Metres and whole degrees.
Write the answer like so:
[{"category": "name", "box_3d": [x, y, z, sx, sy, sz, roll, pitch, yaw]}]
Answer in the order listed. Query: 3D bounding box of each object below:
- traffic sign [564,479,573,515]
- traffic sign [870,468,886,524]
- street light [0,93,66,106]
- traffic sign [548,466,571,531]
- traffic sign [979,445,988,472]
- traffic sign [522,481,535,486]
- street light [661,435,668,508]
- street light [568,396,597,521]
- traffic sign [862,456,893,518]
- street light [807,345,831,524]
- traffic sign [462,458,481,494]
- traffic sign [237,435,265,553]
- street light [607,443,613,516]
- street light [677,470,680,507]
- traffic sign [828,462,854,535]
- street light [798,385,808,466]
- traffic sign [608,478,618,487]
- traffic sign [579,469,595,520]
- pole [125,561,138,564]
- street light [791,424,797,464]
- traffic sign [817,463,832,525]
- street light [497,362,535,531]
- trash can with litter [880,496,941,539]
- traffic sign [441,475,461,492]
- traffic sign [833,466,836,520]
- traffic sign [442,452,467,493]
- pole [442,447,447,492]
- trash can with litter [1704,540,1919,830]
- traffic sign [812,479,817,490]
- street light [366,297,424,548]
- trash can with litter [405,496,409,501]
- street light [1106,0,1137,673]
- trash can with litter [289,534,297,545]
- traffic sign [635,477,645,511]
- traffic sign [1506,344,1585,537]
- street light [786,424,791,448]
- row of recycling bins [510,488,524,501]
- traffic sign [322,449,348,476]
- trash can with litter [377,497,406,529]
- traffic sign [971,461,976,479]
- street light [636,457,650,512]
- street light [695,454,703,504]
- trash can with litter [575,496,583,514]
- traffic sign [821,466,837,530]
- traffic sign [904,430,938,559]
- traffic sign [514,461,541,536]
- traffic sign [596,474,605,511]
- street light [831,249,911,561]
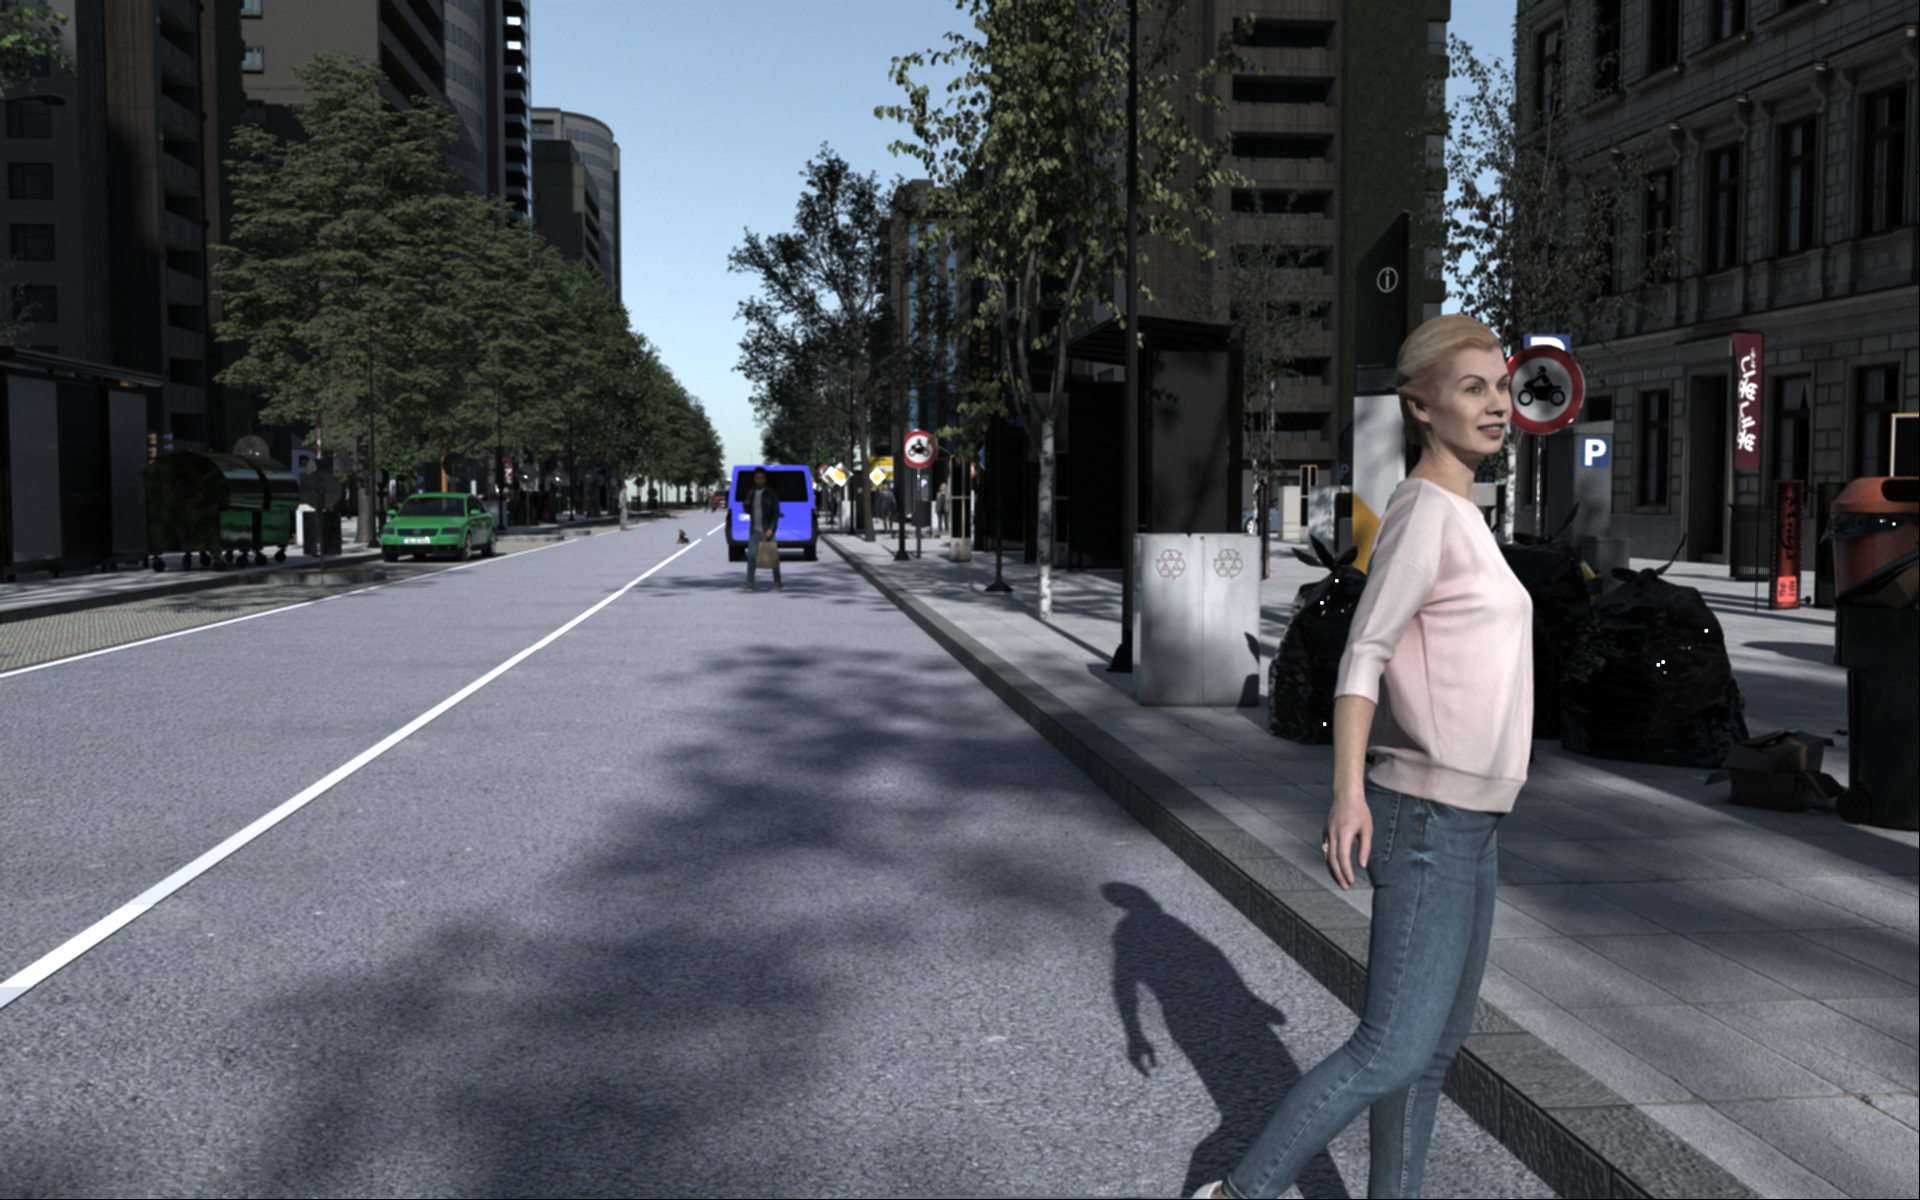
[{"category": "traffic sign", "box_3d": [-24.515, -6.587, 107.697, 0.884, 2.594, 0.081, 0, 4, -2]}, {"category": "traffic sign", "box_3d": [-3.615, -4.539, 75.404, 0.795, 2.450, 0.064, 0, 4, -3]}, {"category": "street light", "box_3d": [-11.072, -2.915, 20.197, 1.470, 5.913, 1.316, 0, 4, -6]}, {"category": "traffic sign", "box_3d": [-14.068, -3.497, 60.824, 0.795, 2.450, 0.064, 0, 4, -6]}, {"category": "traffic sign", "box_3d": [0.838, -2.571, 42.141, 0.768, 2.556, 0.104, 0, 3, 0]}, {"category": "traffic sign", "box_3d": [-21.604, -5.176, 86.762, 0.606, 2.300, 0.079, 0, 4, -4]}, {"category": "street light", "box_3d": [-23.978, -10.033, 136.573, 1.470, 5.913, 1.316, 0, 4, -6]}, {"category": "street light", "box_3d": [-17.904, -6.702, 82.118, 1.470, 5.913, 1.316, 0, 4, -6]}, {"category": "traffic sign", "box_3d": [-4.178, -6.091, 93.454, 2.265, 3.308, 0.079, 0, 4, 2]}, {"category": "street light", "box_3d": [-3.902, -4.972, 53.832, 1.470, 5.913, 1.316, 0, 4, -6]}, {"category": "traffic sign", "box_3d": [-17.313, -3.738, 61.215, 0.768, 2.556, 0.104, 0, 4, 0]}, {"category": "traffic sign", "box_3d": [-15.366, -2.292, 37.576, 0.768, 2.556, 0.104, 0, 4, -4]}, {"category": "street light", "box_3d": [-20.295, -7.977, 102.969, 1.470, 5.913, 1.316, 0, 4, -6]}, {"category": "street light", "box_3d": [-26.117, -11.306, 157.388, 1.470, 5.913, 1.316, 0, 4, -6]}, {"category": "traffic sign", "box_3d": [-3.708, -3.074, 53.903, 0.795, 2.450, 0.064, 0, 4, -6]}, {"category": "street light", "box_3d": [-5.967, -6.150, 73.100, 1.470, 5.913, 1.316, 0, 4, -6]}, {"category": "traffic sign", "box_3d": [-27.064, -8.257, 135.104, 0.768, 2.556, 0.104, 0, 4, 1]}, {"category": "traffic sign", "box_3d": [-18.629, -5.287, 86.542, 0.768, 2.556, 0.104, 0, 4, -5]}, {"category": "pole", "box_3d": [-15.140, -2.307, 31.564, 0.158, 3.312, 0.155, 0, 3, 0]}, {"category": "street light", "box_3d": [-8.270, -7.419, 93.839, 1.470, 5.913, 1.316, 0, 4, -6]}, {"category": "traffic sign", "box_3d": [-5.552, -4.411, 72.220, 0.768, 2.556, 0.104, 0, 4, 3]}, {"category": "street light", "box_3d": [-15.642, -5.407, 60.941, 1.470, 5.913, 1.316, 0, 4, -6]}, {"category": "trash can with litter", "box_3d": [-1.428, -2.387, 50.080, 2.233, 1.210, 1.678, -3, 4, -36]}, {"category": "traffic sign", "box_3d": [-22.551, -4.693, 76.727, 0.884, 2.594, 0.081, 0, 4, 1]}, {"category": "traffic sign", "box_3d": [-5.684, -4.732, 77.476, 0.768, 2.556, 0.104, 0, 4, 1]}, {"category": "traffic sign", "box_3d": [-15.324, -3.206, 52.530, 0.768, 2.556, 0.104, 0, 4, 1]}, {"category": "pole", "box_3d": [-21.972, -4.893, 73.848, 0.158, 3.312, 0.155, 0, 3, 0]}, {"category": "trash can with litter", "box_3d": [3.516, 0.277, 6.858, 0.624, 1.170, 1.055, -3, 5, -43]}, {"category": "traffic sign", "box_3d": [-9.649, -6.908, 114.129, 0.795, 2.450, 0.064, 0, 4, 3]}, {"category": "street light", "box_3d": [-13.349, -4.183, 40.940, 1.470, 5.913, 1.316, 0, 4, -6]}, {"category": "trash can with litter", "box_3d": [-41.021, -7.121, 127.488, 1.678, 1.210, 2.233, -1, 4, -20]}, {"category": "street light", "box_3d": [0.691, -2.434, 12.339, 1.470, 5.913, 1.316, 0, 4, -6]}, {"category": "trash can with litter", "box_3d": [-16.920, -1.957, 43.392, 1.055, 1.170, 0.624, -2, 4, -33]}, {"category": "traffic sign", "box_3d": [-23.872, -7.903, 129.314, 0.768, 2.556, 0.104, 0, 4, -3]}, {"category": "traffic sign", "box_3d": [4.941, -0.900, 14.827, 0.768, 2.556, 0.104, 0, 4, -6]}, {"category": "street light", "box_3d": [-10.671, -8.715, 115.026, 1.470, 5.913, 1.316, 0, 4, -6]}, {"category": "row of recycling bins", "box_3d": [-29.613, -6.642, 115.705, 3.534, 1.692, 1.069, 3, 5, 42]}, {"category": "traffic sign", "box_3d": [-14.308, -2.296, 39.670, 0.606, 2.300, 0.079, 0, 4, 2]}, {"category": "trash can with litter", "box_3d": [-19.857, -3.004, 60.502, 1.055, 1.170, 0.624, 0, 4, 7]}, {"category": "traffic sign", "box_3d": [0.223, -3.850, 63.046, 0.768, 2.556, 0.104, 0, 4, 2]}, {"category": "street light", "box_3d": [-22.474, -9.247, 123.722, 1.470, 5.913, 1.316, 0, 4, -6]}, {"category": "street light", "box_3d": [-30.652, -13.843, 198.876, 1.470, 5.913, 1.316, 0, 4, -6]}, {"category": "trash can with litter", "box_3d": [-28.582, -7.283, 130.463, 0.624, 1.170, 1.055, 0, 4, 8]}, {"category": "traffic sign", "box_3d": [-4.578, -3.560, 61.840, 0.795, 2.450, 0.064, 0, 4, -6]}, {"category": "traffic sign", "box_3d": [-0.816, -2.094, 34.336, 0.768, 2.556, 0.104, 0, 4, -5]}, {"category": "traffic sign", "box_3d": [-13.197, -3.012, 52.886, 0.795, 2.450, 0.064, 0, 4, -6]}, {"category": "traffic sign", "box_3d": [-22.793, -6.683, 109.372, 0.768, 2.556, 0.104, 0, 4, -4]}, {"category": "street light", "box_3d": [-1.653, -3.702, 33.074, 1.470, 5.913, 1.316, 0, 4, -6]}]
